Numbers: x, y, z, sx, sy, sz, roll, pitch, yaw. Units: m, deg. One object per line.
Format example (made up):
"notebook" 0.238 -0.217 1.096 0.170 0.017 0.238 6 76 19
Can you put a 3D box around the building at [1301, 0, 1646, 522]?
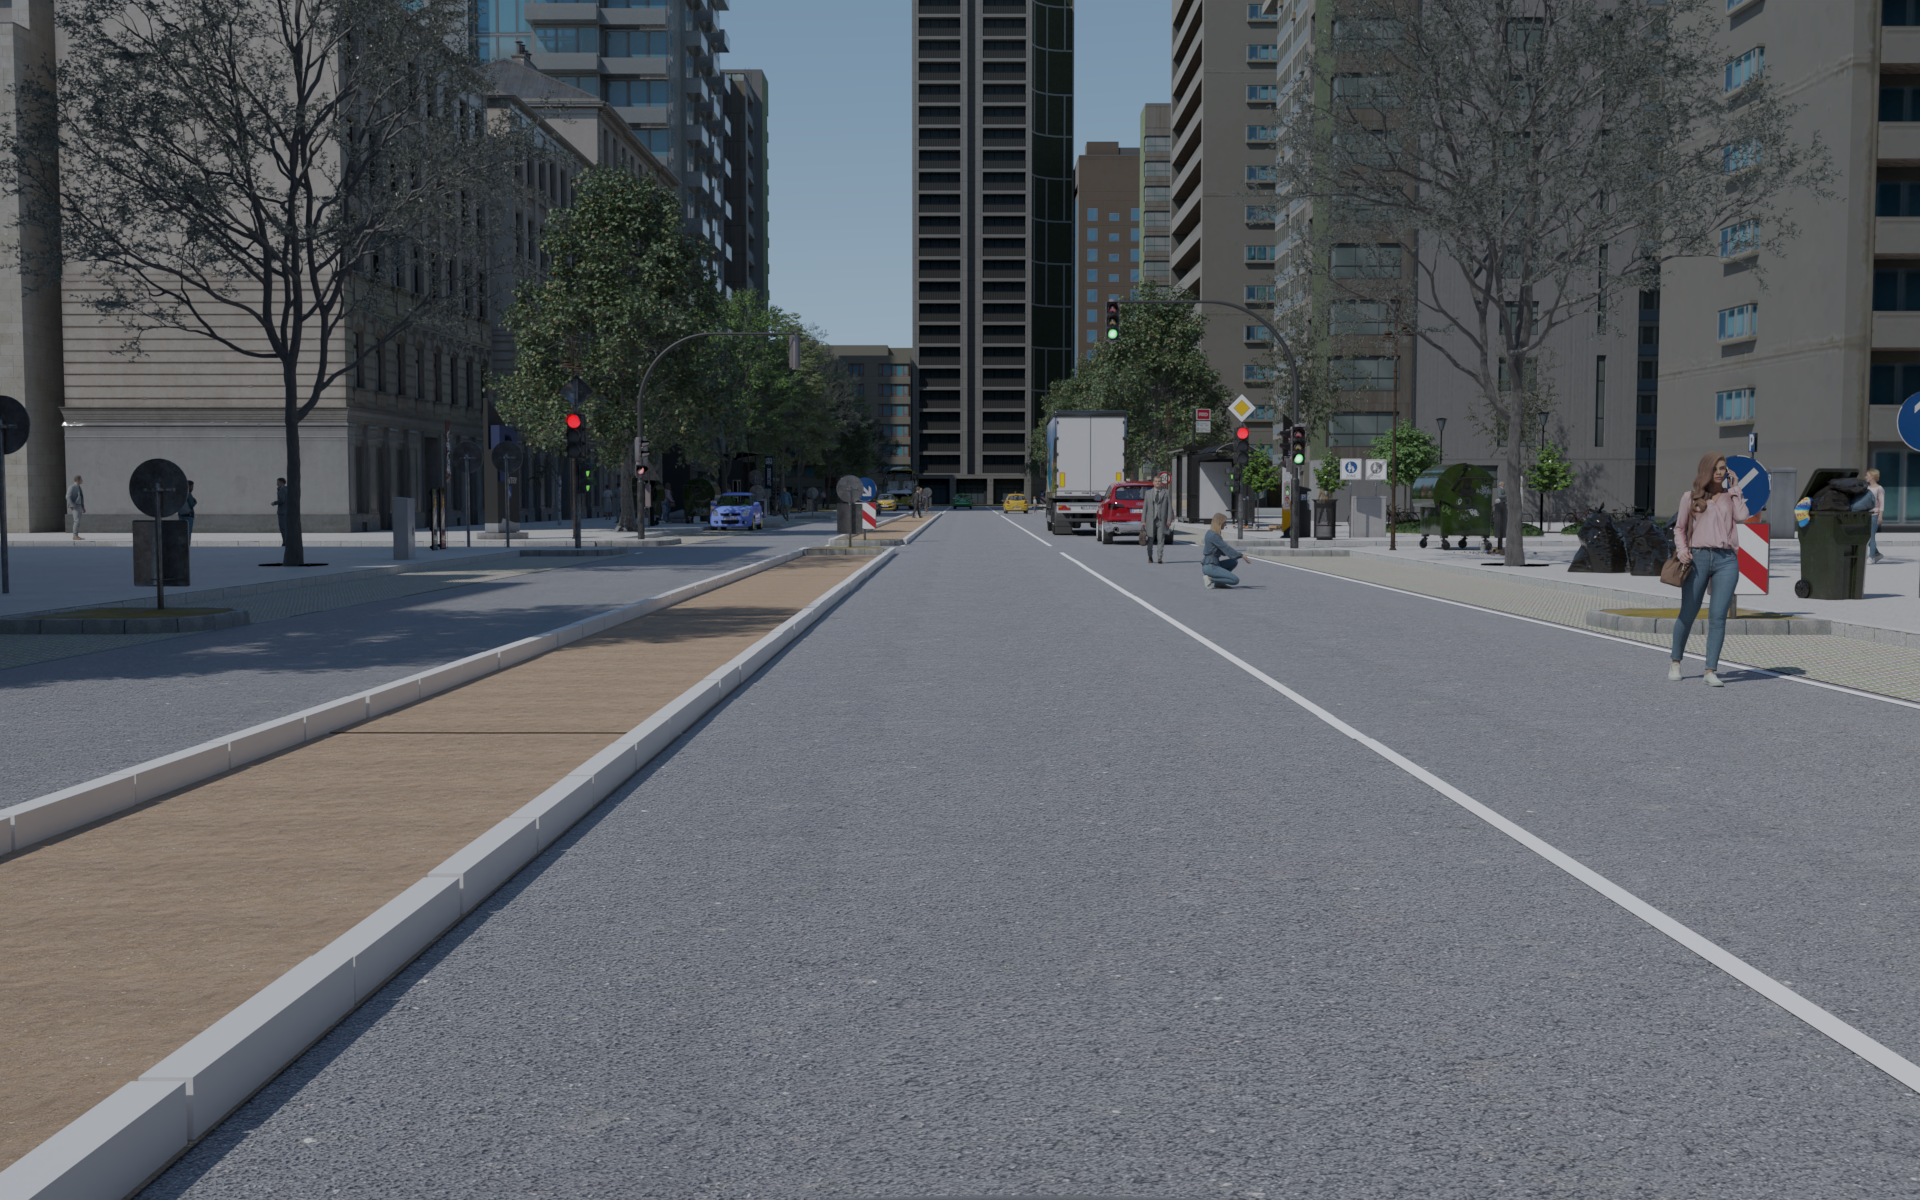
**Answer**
"building" 23.868 -19.146 84.742 14.160 30.474 14.107 0 4 0

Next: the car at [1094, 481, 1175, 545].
"car" 5.097 -2.573 50.734 2.281 1.827 5.304 0 4 2

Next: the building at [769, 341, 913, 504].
"building" -20.610 -23.530 229.755 28.899 21.520 27.650 0 4 0

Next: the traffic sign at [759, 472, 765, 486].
"traffic sign" -11.722 -6.213 101.696 0.768 2.556 0.104 0 4 1

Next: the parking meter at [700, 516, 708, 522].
"parking meter" -11.925 -4.415 80.600 0.372 1.533 0.369 0 3 0

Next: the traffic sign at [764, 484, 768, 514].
"traffic sign" -12.680 -6.973 114.107 0.768 2.556 0.104 0 4 2

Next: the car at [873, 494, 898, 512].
"car" -6.080 -8.068 142.132 2.015 1.641 3.980 0 3 0

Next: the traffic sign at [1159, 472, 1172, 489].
"traffic sign" 11.606 -5.997 98.157 0.768 2.556 0.104 0 4 8

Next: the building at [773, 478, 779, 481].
"building" -34.293 -32.147 180.229 28.867 44.769 22.147 0 4 0

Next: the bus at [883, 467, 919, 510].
"bus" -5.384 -10.435 162.160 2.896 3.916 12.252 0 4 1

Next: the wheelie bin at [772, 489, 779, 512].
"wheelie bin" -12.411 -6.734 118.004 0.980 1.594 0.693 0 4 8

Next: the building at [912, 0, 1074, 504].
"building" 4.356 -48.074 224.254 20.611 71.187 20.563 0 4 0

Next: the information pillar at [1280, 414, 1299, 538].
"information pillar" 9.633 -3.620 50.536 0.504 3.616 0.183 0 4 -4

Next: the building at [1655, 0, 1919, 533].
"building" 38.982 -27.003 65.205 21.600 48.544 21.300 0 4 0

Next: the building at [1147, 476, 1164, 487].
"building" 34.600 -28.936 164.989 32.217 40.220 23.993 0 4 0

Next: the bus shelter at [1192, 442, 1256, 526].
"bus shelter" 10.755 -4.656 70.044 2.014 3.302 5.546 0 3 0

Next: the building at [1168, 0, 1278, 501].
"building" 29.097 -31.695 141.915 21.300 48.544 21.600 0 4 0

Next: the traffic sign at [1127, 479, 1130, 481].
"traffic sign" 11.099 -6.977 116.199 0.606 2.300 0.079 1 4 9

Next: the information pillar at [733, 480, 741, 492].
"information pillar" -11.658 -5.258 90.453 0.304 2.012 0.304 1 4 22

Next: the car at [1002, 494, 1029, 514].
"car" 4.094 -7.149 127.106 2.015 1.641 3.980 0 4 -1

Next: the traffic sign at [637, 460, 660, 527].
"traffic sign" -11.933 -4.061 66.408 0.884 2.594 0.081 0 4 1

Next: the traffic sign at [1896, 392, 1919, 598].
"traffic sign" 11.849 -1.293 21.246 0.768 2.556 0.104 0 4 7

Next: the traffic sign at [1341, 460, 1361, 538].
"traffic sign" 11.365 -2.953 50.408 0.606 2.300 0.079 0 4 3

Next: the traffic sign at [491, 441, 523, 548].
"traffic sign" -10.854 -2.533 41.513 0.768 2.556 0.104 0 4 4

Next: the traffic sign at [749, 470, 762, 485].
"traffic sign" -10.902 -5.633 92.203 0.768 2.556 0.104 0 4 3

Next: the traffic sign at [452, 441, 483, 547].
"traffic sign" -11.900 -2.554 41.869 0.768 2.556 0.104 0 4 6

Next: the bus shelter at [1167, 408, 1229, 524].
"bus shelter" 10.659 -6.179 78.660 2.179 5.291 8.768 0 4 0

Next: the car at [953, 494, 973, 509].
"car" 0.269 -9.516 164.381 1.959 1.807 4.718 0 4 1

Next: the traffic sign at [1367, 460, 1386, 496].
"traffic sign" 12.382 -3.024 51.572 0.606 2.300 0.079 0 4 5

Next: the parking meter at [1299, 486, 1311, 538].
"parking meter" 10.199 -2.619 51.232 0.372 1.533 0.369 0 3 0

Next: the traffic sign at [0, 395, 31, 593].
"traffic sign" -12.347 -1.359 22.329 0.768 2.556 0.104 0 4 4

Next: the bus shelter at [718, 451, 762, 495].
"bus shelter" -12.360 -6.510 97.721 1.731 3.624 6.357 0 3 0

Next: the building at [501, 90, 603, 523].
"building" -24.048 -14.387 84.385 9.793 20.994 18.267 0 4 0

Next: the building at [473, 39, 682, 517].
"building" -25.200 -18.904 106.339 12.463 27.353 25.104 0 4 0

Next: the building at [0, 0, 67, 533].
"building" -38.831 -12.632 61.282 16.860 20.320 10.420 0 4 0

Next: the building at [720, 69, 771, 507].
"building" -25.586 -29.259 161.974 14.154 41.232 14.086 0 4 0

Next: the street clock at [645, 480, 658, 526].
"street clock" -12.237 -3.923 68.710 0.471 2.002 0.358 1 4 21

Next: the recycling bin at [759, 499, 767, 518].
"recycling bin" -10.942 -5.005 94.391 0.722 1.027 0.722 -1 4 -16

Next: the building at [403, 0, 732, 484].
"building" -30.491 -31.739 138.540 23.786 49.044 30.456 0 4 0

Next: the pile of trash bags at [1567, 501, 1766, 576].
"pile of trash bags" 11.340 -1.086 27.510 1.912 1.369 3.447 -1 4 -22

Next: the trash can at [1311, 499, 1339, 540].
"trash can" 10.165 -2.238 48.250 0.748 1.137 0.748 0 3 0

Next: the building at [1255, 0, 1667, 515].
"building" 33.609 -25.659 111.410 32.217 40.220 23.993 0 4 0

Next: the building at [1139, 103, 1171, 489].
"building" 25.923 -30.636 184.493 14.154 41.232 14.086 0 4 0

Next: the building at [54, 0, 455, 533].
"building" -24.663 -13.210 65.136 9.793 20.994 18.267 0 4 0

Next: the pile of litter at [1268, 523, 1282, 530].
"pile of litter" 11.605 -2.933 61.922 1.176 0.858 1.719 0 4 4

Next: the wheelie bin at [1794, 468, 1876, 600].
"wheelie bin" 10.713 -0.810 21.155 0.980 1.594 0.693 -1 4 -16

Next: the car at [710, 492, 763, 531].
"car" -8.807 -3.593 68.339 1.945 1.707 3.694 0 4 1

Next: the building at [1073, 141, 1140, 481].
"building" 21.876 -35.043 223.062 14.200 45.320 14.600 0 4 0
